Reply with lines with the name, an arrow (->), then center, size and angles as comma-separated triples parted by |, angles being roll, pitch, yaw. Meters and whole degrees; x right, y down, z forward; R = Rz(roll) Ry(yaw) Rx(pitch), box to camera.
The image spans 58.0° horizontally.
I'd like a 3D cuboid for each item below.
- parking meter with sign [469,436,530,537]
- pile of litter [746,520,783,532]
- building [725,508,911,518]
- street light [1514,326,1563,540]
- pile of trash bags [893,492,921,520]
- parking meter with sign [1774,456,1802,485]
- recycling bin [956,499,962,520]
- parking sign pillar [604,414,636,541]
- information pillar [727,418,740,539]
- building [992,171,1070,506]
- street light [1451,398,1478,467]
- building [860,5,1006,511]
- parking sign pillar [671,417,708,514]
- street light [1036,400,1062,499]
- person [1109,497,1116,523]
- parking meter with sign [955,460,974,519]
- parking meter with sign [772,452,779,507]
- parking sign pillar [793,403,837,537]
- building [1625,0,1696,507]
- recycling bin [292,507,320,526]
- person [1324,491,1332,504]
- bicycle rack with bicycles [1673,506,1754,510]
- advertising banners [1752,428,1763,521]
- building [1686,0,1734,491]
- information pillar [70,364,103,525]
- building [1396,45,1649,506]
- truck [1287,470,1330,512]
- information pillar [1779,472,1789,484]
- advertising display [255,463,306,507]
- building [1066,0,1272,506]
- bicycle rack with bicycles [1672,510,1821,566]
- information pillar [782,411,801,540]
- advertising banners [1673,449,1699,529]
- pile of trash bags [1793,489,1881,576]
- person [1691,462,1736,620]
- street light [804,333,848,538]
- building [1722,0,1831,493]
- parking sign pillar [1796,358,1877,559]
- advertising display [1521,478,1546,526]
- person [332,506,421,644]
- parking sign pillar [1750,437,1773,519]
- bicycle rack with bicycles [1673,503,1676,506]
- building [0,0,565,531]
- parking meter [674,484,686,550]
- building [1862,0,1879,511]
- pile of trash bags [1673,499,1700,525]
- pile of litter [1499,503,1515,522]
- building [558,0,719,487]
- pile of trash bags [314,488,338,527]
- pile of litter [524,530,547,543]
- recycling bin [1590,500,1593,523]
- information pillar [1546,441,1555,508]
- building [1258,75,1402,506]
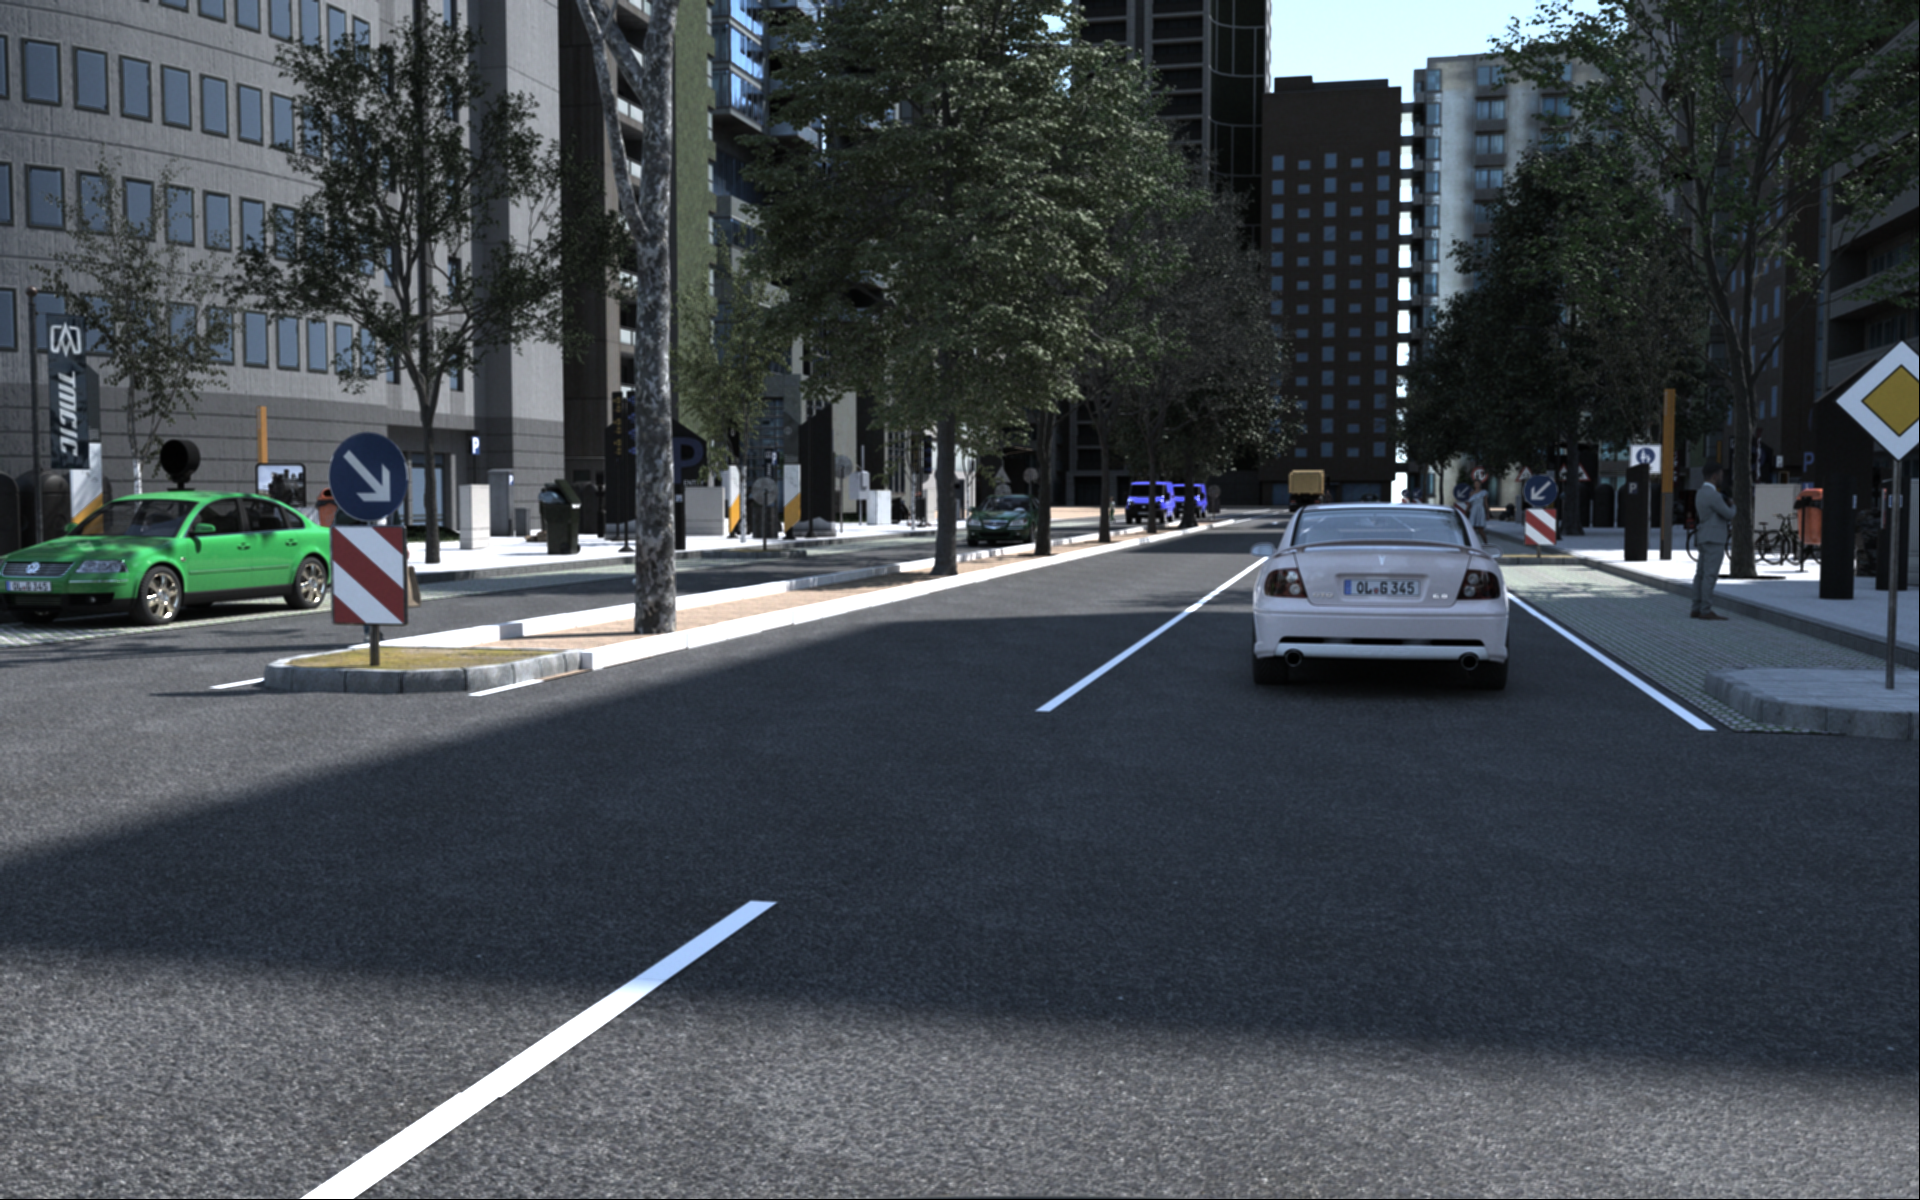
parking meter with sign -> -13.882, -3.431, 52.362 | 1.738, 3.016, 0.543 | 1, 4, 9
pile of litter -> -6.688, -2.706, 58.211 | 1.719, 0.858, 1.176 | -2, 4, -29
building -> -15.923, -48.654, 108.166 | 22.319, 86.520, 31.000 | 1, 4, 13
street light -> 16.024, -4.616, 48.008 | 1.470, 5.913, 1.316 | 1, 4, 13
pile of trash bags -> -2.380, -4.656, 85.882 | 1.912, 1.369, 3.447 | 1, 4, 13
parking meter with sign -> 37.407, -4.978, 77.655 | 0.543, 3.016, 1.738 | -2, 4, -30
recycling bin -> -0.310, -4.455, 85.389 | 0.722, 1.027, 0.722 | 1, 4, 8
parking sign pillar -> -9.235, -3.666, 48.410 | 1.447, 3.967, 1.447 | 0, 4, 1
information pillar -> -6.555, -3.595, 50.138 | 0.183, 3.616, 0.504 | 2, 4, 26
building -> 2.091, -35.251, 200.050 | 21.600, 48.544, 21.300 | 1, 4, 13
street light -> 24.218, -6.759, 83.055 | 1.470, 5.913, 1.316 | 1, 4, 13
building -> -11.602, -33.781, 141.562 | 27.495, 52.752, 28.713 | 1, 4, 13
parking sign pillar -> -9.338, -4.346, 59.522 | 1.447, 3.967, 1.447 | -1, 4, -15
street light -> 4.307, -6.864, 84.766 | 1.470, 5.913, 1.316 | 1, 4, 13
person -> 7.513, -4.442, 85.373 | 0.306, 1.304, 0.590 | 3, 5, 41
parking meter with sign -> -0.162, -5.693, 89.349 | 1.738, 3.016, 0.543 | -1, 4, -20
parking meter with sign -> -6.861, -4.607, 71.581 | 1.738, 3.016, 0.543 | -2, 4, -30
parking sign pillar -> -4.408, -3.872, 51.786 | 1.447, 3.967, 1.447 | 1, 4, 13
building -> 63.719, -32.715, 124.132 | 28.713, 52.752, 27.495 | 1, 4, 13
recycling bin -> -12.531, -1.249, 32.974 | 0.722, 1.027, 0.722 | 2, 4, 34
person -> 34.023, -9.250, 160.287 | 0.990, 1.755, 0.434 | 3, 4, 38
bicycle rack with bicycles -> 18.456, -1.691, 41.031 | 2.852, 0.926, 2.925 | 2, 4, 29
advertising banners -> 20.605, -2.997, 45.191 | 0.090, 3.025, 2.074 | 3, 5, 40
building -> 51.702, -25.745, 104.525 | 14.154, 41.232, 14.086 | 1, 4, 13
information pillar -> -14.143, -2.240, 27.984 | 0.183, 3.616, 0.504 | 3, 4, 39
building -> 62.865, -34.702, 186.986 | 30.456, 49.044, 23.786 | 1, 4, 13
truck -> 28.022, -8.799, 139.779 | 3.469, 3.379, 9.791 | 1, 4, 13
information pillar -> 26.993, -3.198, 56.782 | 0.304, 2.012, 0.304 | 2, 4, 27
advertising display -> -14.188, -1.896, 36.218 | 0.974, 1.923, 0.123 | -1, 4, -14
building -> 23.857, -46.221, 193.963 | 20.611, 71.187, 20.563 | 1, 4, 13
bicycle rack with bicycles -> 15.275, -1.133, 31.902 | 2.852, 0.926, 2.925 | -1, 4, -13
information pillar -> -4.731, -3.503, 48.635 | 0.504, 3.616, 0.183 | 1, 4, 18
advertising banners -> 26.556, -4.079, 62.876 | 2.074, 3.025, 0.090 | -1, 4, -13
pile of trash bags -> 14.730, -1.082, 27.443 | 1.912, 1.369, 3.447 | -2, 4, -25
person -> 8.620, -0.677, 19.742 | 0.466, 1.800, 0.511 | -1, 4, -9
street light -> -3.819, -4.747, 50.147 | 1.470, 5.913, 1.316 | 1, 4, 13
building -> 49.209, -26.934, 90.487 | 14.600, 45.320, 14.200 | 1, 4, 13
parking sign pillar -> 17.512, -2.819, 34.559 | 1.447, 3.967, 1.447 | -1, 4, -11
advertising display -> 23.302, -3.984, 70.350 | 0.974, 1.923, 0.123 | 0, 4, -3
person -> -5.453, -0.476, 16.264 | 0.794, 1.824, 0.713 | -2, 4, -35
parking sign pillar -> 32.193, -5.001, 70.238 | 1.447, 3.967, 1.447 | 3, 5, 43
bicycle rack with bicycles -> 28.484, -3.514, 70.829 | 2.925, 0.926, 2.852 | 3, 5, 44
building -> -28.060, -31.157, 51.414 | 21.231, 58.520, 28.212 | 1, 4, 13
parking meter -> -6.478, -1.912, 39.666 | 0.372, 1.533, 0.369 | 0, 3, 0
building -> 46.697, -26.933, 64.058 | 21.300, 48.544, 21.600 | 1, 4, 13
pile of trash bags -> 31.571, -3.859, 72.844 | 3.447, 1.369, 1.912 | 2, 4, 34
pile of litter -> 26.651, -4.235, 83.210 | 1.719, 0.858, 1.176 | -1, 4, -9
building -> -20.388, -24.247, 80.034 | 14.154, 41.232, 14.086 | 1, 4, 13
pile of trash bags -> -11.247, -1.076, 27.352 | 3.447, 1.369, 1.912 | 0, 4, -1
pile of litter -> -11.119, -1.989, 46.485 | 1.176, 0.858, 1.719 | 0, 4, -3
recycling bin -> 27.188, -3.865, 75.753 | 0.722, 1.027, 0.722 | -2, 4, -28
information pillar -> 20.599, -4.226, 60.447 | 0.183, 3.616, 0.504 | 3, 5, 44
building -> 40.205, -32.911, 188.197 | 14.200, 45.320, 14.600 | 1, 4, 13
